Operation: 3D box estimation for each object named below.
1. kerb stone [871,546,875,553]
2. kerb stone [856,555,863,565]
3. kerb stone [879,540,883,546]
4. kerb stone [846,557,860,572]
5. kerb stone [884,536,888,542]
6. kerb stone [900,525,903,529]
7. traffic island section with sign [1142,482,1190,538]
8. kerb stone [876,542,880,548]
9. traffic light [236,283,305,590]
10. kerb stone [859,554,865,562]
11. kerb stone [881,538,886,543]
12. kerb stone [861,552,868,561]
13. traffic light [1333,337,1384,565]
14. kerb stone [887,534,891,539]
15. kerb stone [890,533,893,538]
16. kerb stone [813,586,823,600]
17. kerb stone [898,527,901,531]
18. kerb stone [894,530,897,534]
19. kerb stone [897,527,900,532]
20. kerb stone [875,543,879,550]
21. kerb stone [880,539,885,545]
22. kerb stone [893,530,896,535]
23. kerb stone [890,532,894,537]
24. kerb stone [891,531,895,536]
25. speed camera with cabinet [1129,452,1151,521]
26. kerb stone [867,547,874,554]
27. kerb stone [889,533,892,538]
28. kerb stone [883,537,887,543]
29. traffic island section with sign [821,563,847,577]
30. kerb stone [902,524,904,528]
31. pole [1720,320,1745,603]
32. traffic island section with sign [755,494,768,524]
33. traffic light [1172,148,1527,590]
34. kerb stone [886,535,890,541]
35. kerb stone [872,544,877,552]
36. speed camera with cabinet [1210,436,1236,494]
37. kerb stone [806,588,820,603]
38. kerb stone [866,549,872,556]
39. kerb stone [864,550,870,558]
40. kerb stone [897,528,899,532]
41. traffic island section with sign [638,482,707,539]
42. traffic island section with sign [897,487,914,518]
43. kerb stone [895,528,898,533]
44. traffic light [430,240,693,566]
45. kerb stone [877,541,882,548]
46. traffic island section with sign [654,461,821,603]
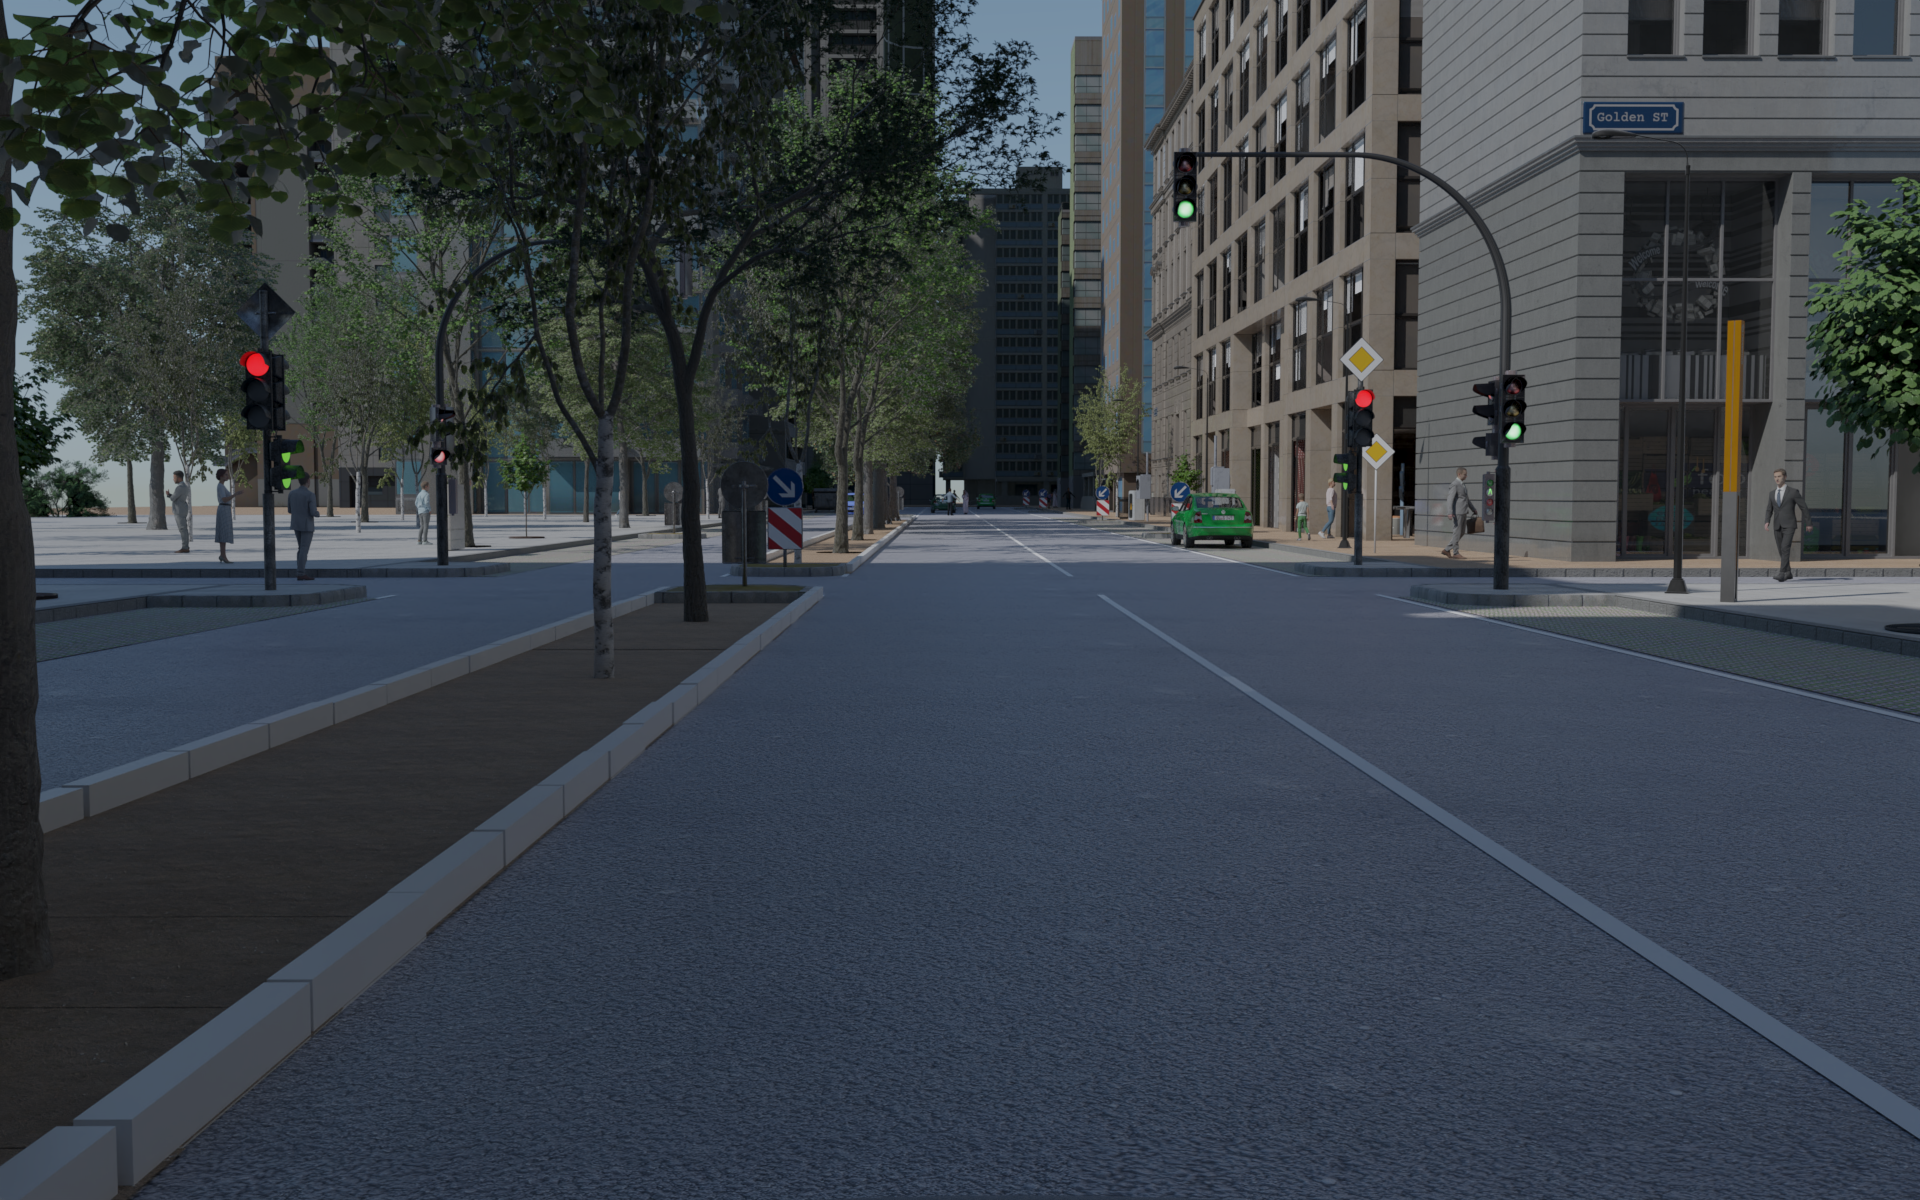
[{"bbox_3d":[-2.118,-1.120,40.512,0.120,0.150,1.000,0,4,-1],"label":"kerb stone"},{"bbox_3d":[-2.065,-0.740,34.332,0.120,0.150,1.000,0,4,-1],"label":"kerb stone"},{"bbox_3d":[-2.170,-1.434,45.638,0.120,0.150,1.000,0,4,-1],"label":"kerb stone"},{"bbox_3d":[-2.047,-0.677,33.303,0.120,0.150,1.000,0,4,-1],"label":"kerb stone"},{"bbox_3d":[-2.206,-1.685,49.739,0.120,0.150,1.000,0,4,-1],"label":"kerb stone"},{"bbox_3d":[-2.356,-2.687,66.132,0.120,0.150,1.000,0,4,-1],"label":"kerb stone"},{"bbox_3d":[6.985,-2.933,56.578,1.989,1.847,2.006,0,4,-1],"label":"traffic island section with sign"},{"bbox_3d":[-2.148,-1.308,43.585,0.120,0.150,1.000,0,4,-1],"label":"kerb stone"},{"bbox_3d":[-9.206,-2.087,23.050,0.839,4.253,0.868,0,4,-1],"label":"traffic light"},{"bbox_3d":[-2.066,-0.805,35.361,0.120,0.150,1.000,0,4,-1],"label":"kerb stone"},{"bbox_3d":[-2.181,-1.560,47.694,0.120,0.150,1.000,0,4,-1],"label":"kerb stone"},{"bbox_3d":[-2.072,-0.868,36.383,0.120,0.150,1.000,0,4,-1],"label":"kerb stone"},{"bbox_3d":[7.179,-2.586,31.206,0.839,4.253,0.868,0,4,-1],"label":"traffic light"},{"bbox_3d":[-2.218,-1.810,51.789,0.120,0.150,1.000,0,4,-1],"label":"kerb stone"},{"bbox_3d":[-2.241,-1.930,53.841,0.120,0.150,1.000,0,4,-1],"label":"kerb stone"},{"bbox_3d":[-1.955,-0.082,23.539,0.120,0.150,1.000,0,4,-1],"label":"kerb stone"},{"bbox_3d":[-2.330,-2.495,63.050,0.120,0.150,1.000,0,4,-1],"label":"kerb stone"},{"bbox_3d":[-2.277,-2.185,57.937,0.120,0.150,1.000,0,4,-1],"label":"kerb stone"},{"bbox_3d":[-2.318,-2.436,62.027,0.120,0.150,1.000,0,4,-1],"label":"kerb stone"},{"bbox_3d":[-2.134,-1.243,42.563,0.120,0.150,1.000,0,4,-1],"label":"kerb stone"},{"bbox_3d":[-2.172,-1.496,46.660,0.120,0.150,1.000,0,4,-1],"label":"kerb stone"},{"bbox_3d":[-2.264,-2.123,56.914,0.120,0.150,1.000,0,4,-1],"label":"kerb stone"},{"bbox_3d":[-2.255,-1.998,54.863,0.120,0.150,1.000,0,4,-1],"label":"kerb stone"},{"bbox_3d":[-2.258,-2.061,55.885,0.120,0.150,1.000,0,4,-1],"label":"kerb stone"},{"bbox_3d":[8.578,-5.405,82.700,0.660,3.252,2.038,-1,4,-9],"label":"speed camera with cabinet"},{"bbox_3d":[-2.104,-1.056,39.479,0.120,0.150,1.000,0,4,-1],"label":"kerb stone"},{"bbox_3d":[-2.236,-1.870,52.816,0.120,0.150,1.000,0,4,-1],"label":"kerb stone"},{"bbox_3d":[-2.191,-1.622,48.716,0.120,0.150,1.000,0,4,-1],"label":"kerb stone"},{"bbox_3d":[-3.060,-1.391,30.884,2.006,1.907,1.989,0,4,-1],"label":"traffic island section with sign"},{"bbox_3d":[-2.377,-2.813,68.185,0.120,0.150,1.000,0,4,-1],"label":"kerb stone"},{"bbox_3d":[9.132,-1.629,20.474,0.158,3.312,0.155,0,3,0],"label":"pole"},{"bbox_3d":[-9.481,-4.548,82.995,1.989,1.847,2.006,0,4,-1],"label":"traffic island section with sign"},{"bbox_3d":[5.163,-2.960,23.060,4.771,5.953,1.251,0,4,-1],"label":"traffic light"},{"bbox_3d":[-2.216,-1.740,50.761,0.120,0.150,1.000,0,4,-1],"label":"kerb stone"},{"bbox_3d":[-2.128,-1.182,41.541,0.120,0.150,1.000,0,4,-1],"label":"kerb stone"},{"bbox_3d":[8.830,-3.896,58.041,0.660,3.252,2.038,0,4,1],"label":"speed camera with cabinet"},{"bbox_3d":[-1.948,-0.018,22.516,0.120,0.150,1.000,0,4,-1],"label":"kerb stone"},{"bbox_3d":[-2.095,-0.991,38.450,0.120,0.150,1.000,0,4,-1],"label":"kerb stone"},{"bbox_3d":[-2.084,-0.928,37.417,0.120,0.150,1.000,0,4,-1],"label":"kerb stone"},{"bbox_3d":[-2.312,-2.374,61.003,0.120,0.150,1.000,0,4,-1],"label":"kerb stone"},{"bbox_3d":[-9.223,-2.884,55.774,1.989,1.847,2.006,0,4,-1],"label":"traffic island section with sign"},{"bbox_3d":[-3.780,-5.987,106.019,2.006,1.907,1.989,0,4,-1],"label":"traffic island section with sign"},{"bbox_3d":[-2.301,-2.307,59.981,0.120,0.150,1.000,0,4,-1],"label":"kerb stone"},{"bbox_3d":[-7.191,-3.451,31.089,4.771,5.953,1.251,0,4,-1],"label":"traffic light"},{"bbox_3d":[-2.156,-1.367,44.607,0.120,0.150,1.000,0,4,-1],"label":"kerb stone"},{"bbox_3d":[-3.000,-0.938,23.477,2.006,1.907,1.989,0,4,-1],"label":"traffic island section with sign"}]
